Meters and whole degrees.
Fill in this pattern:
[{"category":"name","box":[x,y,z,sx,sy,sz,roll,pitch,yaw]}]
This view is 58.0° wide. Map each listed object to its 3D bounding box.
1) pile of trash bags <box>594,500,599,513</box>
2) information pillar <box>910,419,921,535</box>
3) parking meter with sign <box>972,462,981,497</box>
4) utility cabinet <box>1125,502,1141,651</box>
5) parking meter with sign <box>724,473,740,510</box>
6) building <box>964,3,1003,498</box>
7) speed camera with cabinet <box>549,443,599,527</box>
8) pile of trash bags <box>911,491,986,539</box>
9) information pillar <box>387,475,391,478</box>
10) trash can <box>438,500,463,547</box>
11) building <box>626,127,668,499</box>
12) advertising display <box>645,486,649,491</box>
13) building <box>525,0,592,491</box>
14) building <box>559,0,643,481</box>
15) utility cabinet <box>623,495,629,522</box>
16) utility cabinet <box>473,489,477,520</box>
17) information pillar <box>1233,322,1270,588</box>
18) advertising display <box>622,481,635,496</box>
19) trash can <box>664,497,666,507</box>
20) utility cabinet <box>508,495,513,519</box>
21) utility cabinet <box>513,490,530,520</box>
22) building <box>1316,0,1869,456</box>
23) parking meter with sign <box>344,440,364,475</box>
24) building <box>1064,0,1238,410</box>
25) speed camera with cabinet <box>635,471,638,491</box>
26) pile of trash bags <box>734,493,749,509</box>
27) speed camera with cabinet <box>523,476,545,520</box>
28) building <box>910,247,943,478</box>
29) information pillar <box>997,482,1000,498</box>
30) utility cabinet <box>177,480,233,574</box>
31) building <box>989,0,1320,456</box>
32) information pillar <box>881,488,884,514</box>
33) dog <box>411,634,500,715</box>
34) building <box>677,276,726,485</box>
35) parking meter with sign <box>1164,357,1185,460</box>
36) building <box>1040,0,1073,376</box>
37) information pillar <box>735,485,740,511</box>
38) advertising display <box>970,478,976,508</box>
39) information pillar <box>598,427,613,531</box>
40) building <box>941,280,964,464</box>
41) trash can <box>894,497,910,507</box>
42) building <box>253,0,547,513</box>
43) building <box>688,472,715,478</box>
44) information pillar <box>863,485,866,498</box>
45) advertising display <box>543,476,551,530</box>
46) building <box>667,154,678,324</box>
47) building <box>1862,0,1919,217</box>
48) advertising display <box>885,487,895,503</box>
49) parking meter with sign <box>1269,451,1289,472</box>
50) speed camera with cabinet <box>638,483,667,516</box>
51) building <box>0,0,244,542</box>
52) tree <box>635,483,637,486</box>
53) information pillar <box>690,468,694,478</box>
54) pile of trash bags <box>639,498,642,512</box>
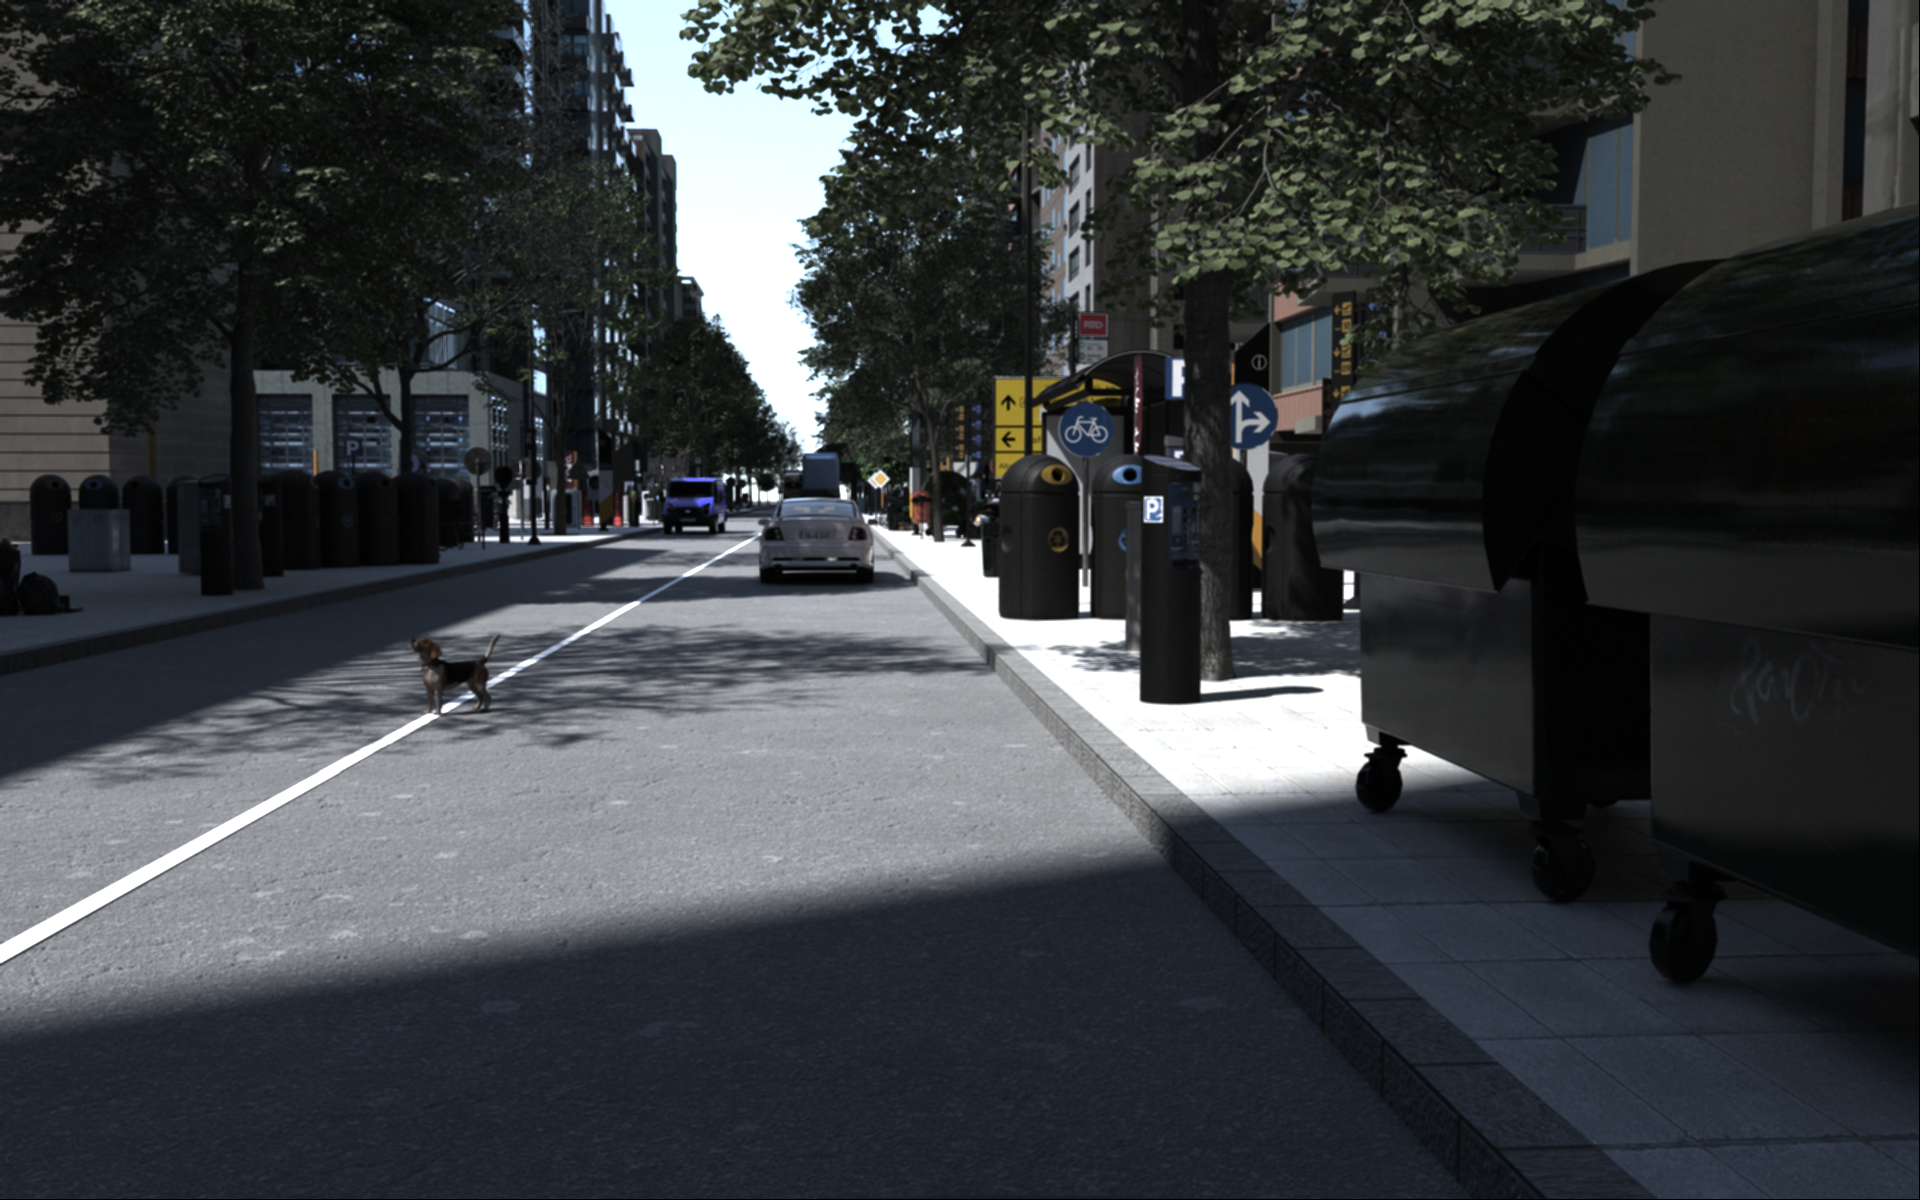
[{"category":"pile of trash bags","box":[-23.343,-6.437,114.997,1.912,1.369,3.447,-1,4,-19]},{"category":"information pillar","box":[-1.402,-3.836,54.075,0.183,3.616,0.504,2,4,30]},{"category":"parking meter with sign","box":[0.733,-5.185,81.040,0.543,3.016,1.738,1,4,9]},{"category":"utility cabinet","box":[1.699,-0.207,14.545,0.306,1.237,1.020,2,4,25]},{"category":"parking meter with sign","box":[-19.175,-9.023,143.789,1.738,3.016,0.543,2,4,25]},{"category":"building","box":[10.860,-39.009,179.793,21.231,58.520,28.212,0,4,-4]},{"category":"speed camera with cabinet","box":[-14.645,-4.428,66.727,2.038,3.252,0.660,0,4,5]},{"category":"pile of trash bags","box":[0.321,-2.439,49.637,3.447,1.369,1.912,0,4,0]},{"category":"information pillar","box":[-22.544,-3.897,68.215,0.304,2.012,0.304,-1,4,-14]},{"category":"trash can","box":[-12.555,-1.885,42.481,0.748,1.137,0.748,0,3,0]},{"category":"building","box":[-39.870,-30.840,187.833,14.154,41.232,14.086,0,4,-4]},{"category":"advertising display","box":[-23.674,-7.789,132.561,0.974,1.923,0.123,-3,4,-39]},{"category":"building","box":[-40.537,-42.760,137.380,20.563,71.187,20.611,0,4,-4]},{"category":"building","box":[-42.913,-33.363,165.085,23.786,49.044,30.456,0,4,-4]},{"category":"utility cabinet","box":[-15.079,-4.160,79.184,0.306,1.237,1.020,1,4,18]},{"category":"utility cabinet","box":[-22.164,-4.313,79.202,0.318,1.500,1.173,0,4,7]},{"category":"information pillar","box":[3.982,-1.972,23.601,0.504,3.616,0.183,0,4,-6]},{"category":"advertising display","box":[-15.853,-4.747,82.830,0.123,1.923,0.974,1,4,21]},{"category":"trash can","box":[-14.871,-4.720,88.823,0.748,1.137,0.748,0,3,0]},{"category":"utility cabinet","box":[-23.081,-4.780,89.313,1.020,1.237,0.306,3,5,39]},{"category":"utility cabinet","box":[-21.584,-4.718,85.816,0.318,1.500,1.173,3,5,40]},{"category":"building","box":[18.324,-23.868,44.872,22.147,44.769,28.867,0,4,-4]},{"category":"parking meter with sign","box":[-19.427,-3.667,56.210,0.543,3.016,1.738,0,4,-3]},{"category":"building","box":[13.564,-19.807,95.543,14.107,30.474,14.160,0,4,-4]},{"category":"speed camera with cabinet","box":[-27.875,-9.290,146.228,2.038,3.252,0.660,2,4,27]},{"category":"pile of trash bags","box":[-19.373,-8.547,149.488,3.447,1.369,1.912,3,5,44]},{"category":"speed camera with cabinet","box":[-19.656,-5.360,81.978,0.660,3.252,2.038,3,5,43]},{"category":"building","box":[2.610,-39.373,298.366,22.147,44.769,28.867,0,4,-4]},{"category":"information pillar","box":[2.509,-6.337,108.109,0.304,2.012,0.304,-3,4,-37]},{"category":"utility cabinet","box":[-11.906,-1.152,27.511,1.173,1.500,0.318,2,4,27]},{"category":"building","box":[13.686,-29.644,139.309,22.147,44.769,28.867,0,4,-4]},{"category":"information pillar","box":[-4.943,-7.300,110.703,0.183,3.616,0.504,0,4,1]},{"category":"dog","box":[-3.286,0.488,11.305,0.406,0.507,0.540,0,4,5]},{"category":"building","box":[-55.187,-36.271,284.909,32.217,40.220,23.993,0,4,-4]},{"category":"parking meter with sign","box":[2.947,-1.628,22.887,0.543,3.016,1.738,0,4,5]},{"category":"building","box":[12.794,-28.108,109.670,14.600,45.320,14.200,0,4,-4]},{"category":"information pillar","box":[-17.203,-7.916,133.914,0.304,2.012,0.304,-2,4,-35]},{"category":"advertising display","box":[0.405,-3.996,70.551,0.123,1.923,0.974,2,4,24]},{"category":"information pillar","box":[-12.369,-4.222,60.382,0.504,3.616,0.183,0,4,-3]},{"category":"building","box":[9.647,-35.516,272.566,32.217,40.220,23.993,0,4,-4]},{"category":"trash can","box":[-3.109,-4.650,87.684,0.748,1.137,0.748,0,3,0]},{"category":"building","box":[-37.061,-48.358,103.333,22.319,86.520,31.000,0,4,-4]},{"category":"building","box":[-51.025,-25.324,259.088,27.650,21.520,28.899,0,4,-4]},{"category":"information pillar","box":[-7.884,-8.504,143.535,0.304,2.012,0.304,0,4,-6]},{"category":"advertising display","box":[-15.040,-3.538,63.060,0.123,1.923,0.974,0,4,-6]},{"category":"building","box":[-40.559,-31.714,202.120,14.154,41.232,14.086,0,4,-4]},{"category":"building","box":[23.220,-23.740,11.853,21.300,48.544,21.600,0,4,-4]},{"category":"advertising display","box":[-6.004,-8.631,146.336,0.974,1.923,0.123,1,4,14]},{"category":"parking meter with sign","box":[5.389,-2.068,30.073,0.543,3.016,1.738,3,4,39]},{"category":"speed camera with cabinet","box":[-17.255,-6.434,99.528,2.038,3.252,0.660,1,4,18]},{"category":"building","box":[-35.121,-15.477,50.306,25.104,27.353,12.463,0,4,-4]},{"category":"tree","box":[-27.623,-9.056,142.674,1.663,3.219,1.824,0,3,0]},{"category":"information pillar","box":[-21.205,-8.912,137.067,0.504,3.616,0.183,3,4,38]},{"category":"pile of trash bags","box":[-28.588,-8.520,149.048,1.912,1.369,3.447,0,4,3]}]
